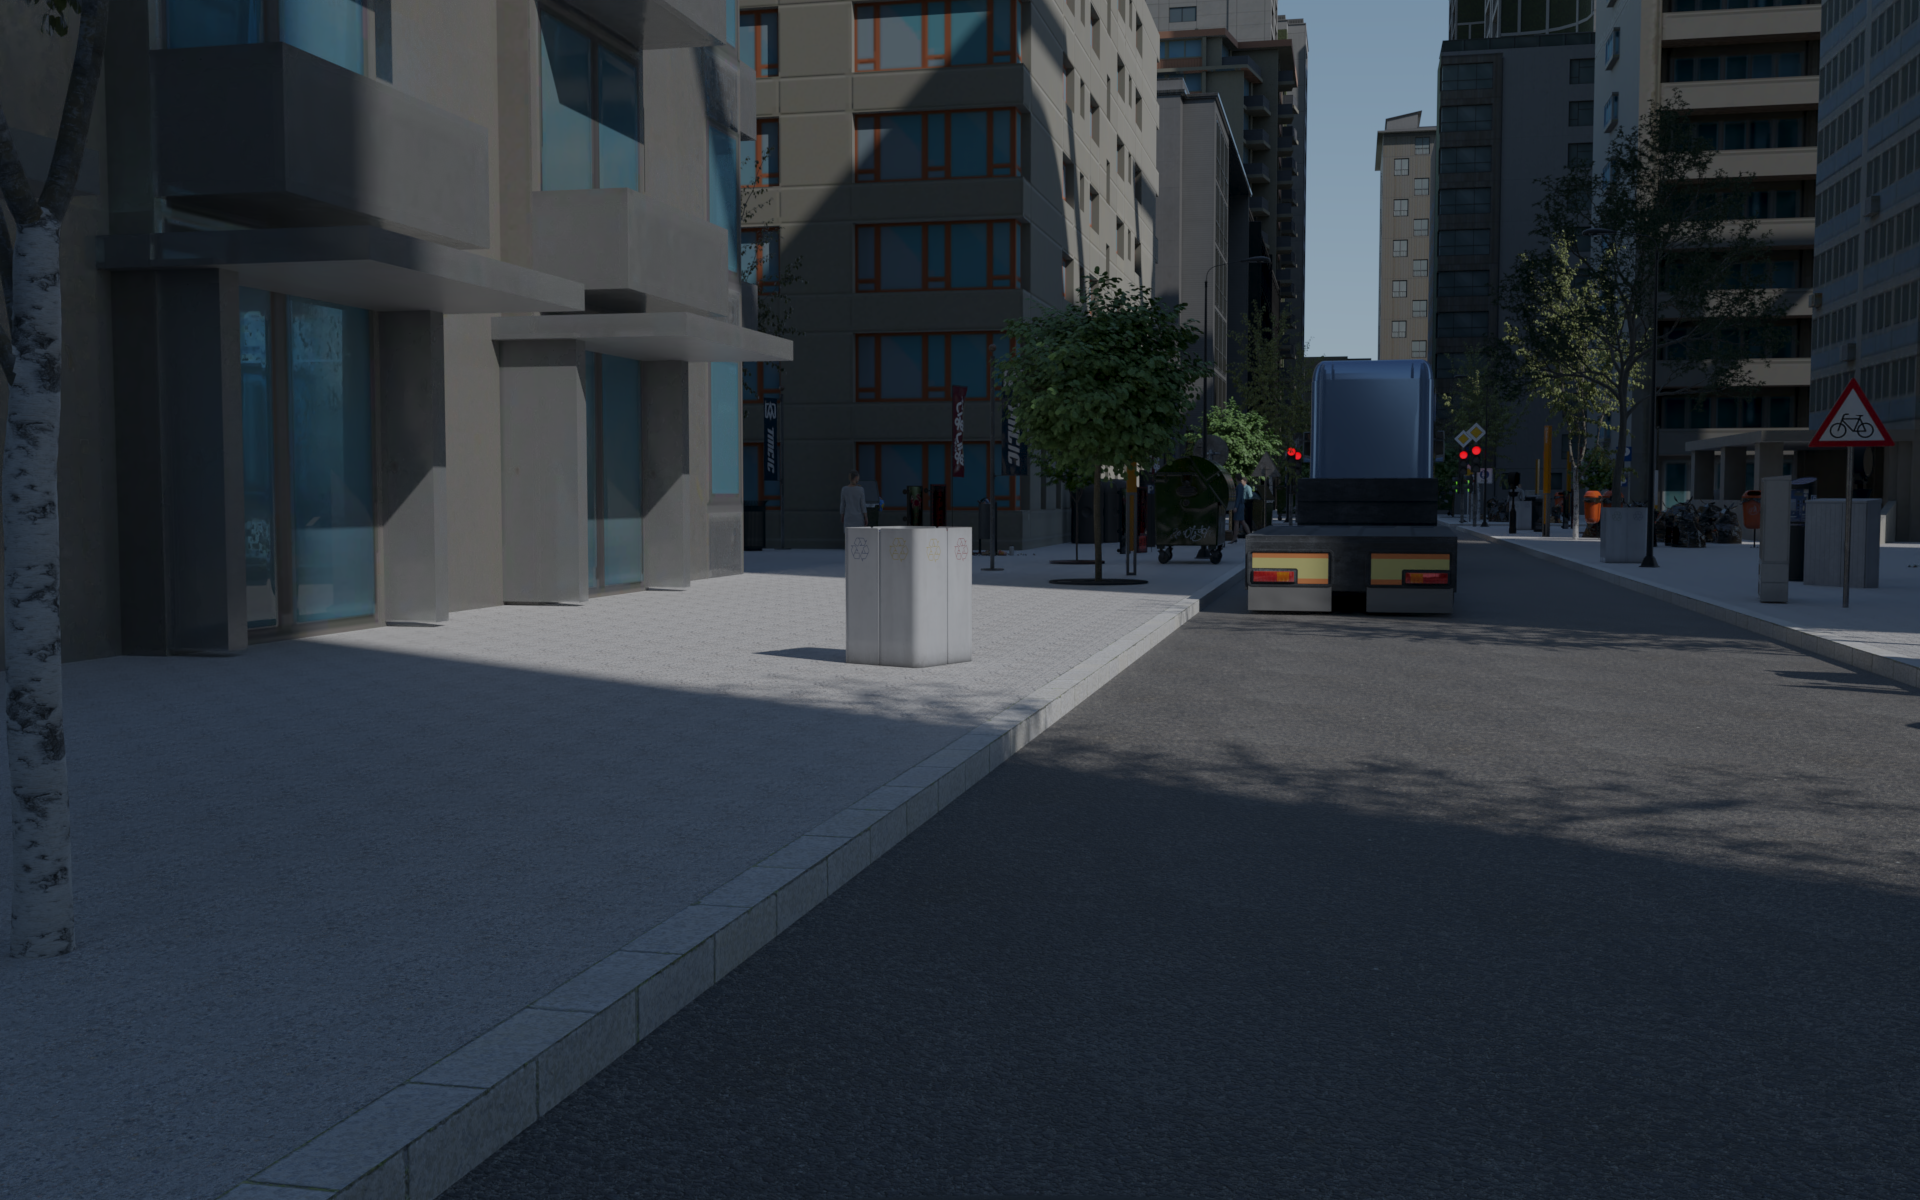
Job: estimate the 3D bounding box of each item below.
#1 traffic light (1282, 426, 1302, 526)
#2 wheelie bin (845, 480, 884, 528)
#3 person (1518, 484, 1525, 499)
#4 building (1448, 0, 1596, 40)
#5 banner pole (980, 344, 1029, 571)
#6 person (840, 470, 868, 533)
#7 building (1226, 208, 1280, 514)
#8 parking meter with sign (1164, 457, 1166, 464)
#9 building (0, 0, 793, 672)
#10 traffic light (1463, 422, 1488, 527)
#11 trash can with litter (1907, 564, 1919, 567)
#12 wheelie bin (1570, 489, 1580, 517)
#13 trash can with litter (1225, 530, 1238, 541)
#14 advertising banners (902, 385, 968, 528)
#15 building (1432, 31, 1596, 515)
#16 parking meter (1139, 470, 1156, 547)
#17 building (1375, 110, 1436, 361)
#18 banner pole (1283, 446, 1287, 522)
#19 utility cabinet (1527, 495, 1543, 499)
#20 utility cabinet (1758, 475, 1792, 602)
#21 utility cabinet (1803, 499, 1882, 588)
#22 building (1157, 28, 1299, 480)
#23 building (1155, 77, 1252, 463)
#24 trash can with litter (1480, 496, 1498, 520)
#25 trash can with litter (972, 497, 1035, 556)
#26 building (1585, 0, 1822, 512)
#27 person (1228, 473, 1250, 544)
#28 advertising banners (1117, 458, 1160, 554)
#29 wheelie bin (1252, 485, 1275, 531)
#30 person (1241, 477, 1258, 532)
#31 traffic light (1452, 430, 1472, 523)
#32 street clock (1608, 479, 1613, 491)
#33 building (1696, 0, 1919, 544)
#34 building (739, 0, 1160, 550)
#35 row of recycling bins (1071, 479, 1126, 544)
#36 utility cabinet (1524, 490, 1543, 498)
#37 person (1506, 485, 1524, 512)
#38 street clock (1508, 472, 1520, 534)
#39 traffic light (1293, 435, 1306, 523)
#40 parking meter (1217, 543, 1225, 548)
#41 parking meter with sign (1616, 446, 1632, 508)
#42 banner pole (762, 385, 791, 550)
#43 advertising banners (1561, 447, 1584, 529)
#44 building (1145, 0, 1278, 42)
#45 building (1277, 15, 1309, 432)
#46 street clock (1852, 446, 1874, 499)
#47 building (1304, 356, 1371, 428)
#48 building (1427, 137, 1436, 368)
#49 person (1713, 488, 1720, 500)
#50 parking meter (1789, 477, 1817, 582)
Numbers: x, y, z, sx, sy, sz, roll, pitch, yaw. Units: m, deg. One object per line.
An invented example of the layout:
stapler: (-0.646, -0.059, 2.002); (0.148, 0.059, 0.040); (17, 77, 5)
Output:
traffic light: (13.316, -4.929, 69.509); (0.839, 4.253, 0.868); (1, 4, 13)
wheelie bin: (-2.239, -1.933, 39.513); (0.980, 1.594, 0.693); (-1, 4, -16)
person: (28.337, -4.963, 87.534); (0.624, 1.780, 0.694); (-3, 5, -41)
building: (62.591, -46.085, 191.748); (20.563, 71.187, 20.611); (1, 4, 13)
banner pole: (0.756, -2.379, 28.917); (0.863, 3.779, 0.401); (1, 4, 23)
person: (-1.937, -1.546, 32.076); (0.466, 1.731, 0.760); (-2, 4, -33)
building: (18.281, -18.665, 134.842); (12.332, 23.373, 15.834); (1, 4, 13)
parking meter with sign: (6.027, -3.068, 46.423); (0.543, 3.016, 1.738); (-2, 4, -34)
building: (-15.626, -24.234, 15.831); (23.786, 49.044, 30.456); (1, 4, 13)
traffic light: (20.207, -4.835, 67.970); (0.839, 4.253, 0.868); (1, 4, 13)
trash can with litter: (17.721, -1.180, 30.356); (2.233, 1.210, 1.678); (0, 4, 6)
wheelie bin: (34.942, -5.563, 98.861); (0.693, 1.594, 0.980); (0, 4, -1)
trash can with litter: (7.086, -2.213, 47.566); (1.055, 1.170, 0.624); (0, 3, 0)
advertising banners: (-0.358, -1.902, 27.292); (0.090, 3.025, 2.074); (2, 4, 28)
building: (37.986, -20.850, 112.603); (14.160, 30.474, 14.107); (1, 4, 13)
parking meter: (4.541, -2.211, 41.867); (0.399, 1.863, 0.255); (-2, 4, -27)
building: (72.465, -40.065, 244.304); (27.495, 52.752, 28.713); (1, 4, 13)
banner pole: (14.916, -5.451, 79.147); (0.401, 3.779, 0.863); (0, 4, 1)
utility cabinet: (31.954, -5.210, 96.343); (0.306, 1.237, 1.020); (-1, 4, -18)
utility cabinet: (9.756, -0.740, 20.779); (0.318, 1.500, 1.173); (2, 4, 23)
utility cabinet: (12.227, -0.787, 24.031); (0.306, 1.237, 1.020); (-1, 4, -22)
building: (21.012, -31.354, 167.266); (22.147, 44.769, 28.867); (1, 4, 13)
building: (8.249, -17.008, 97.154); (14.314, 24.678, 30.058); (1, 4, 13)
trash can with litter: (26.339, -4.594, 86.498); (1.055, 1.170, 0.624); (3, 5, 40)
trash can with litter: (0.409, -1.563, 36.615); (1.678, 1.210, 2.233); (-3, 5, -41)
building: (42.255, -28.114, 83.362); (21.600, 48.544, 21.300); (1, 4, 13)
person: (7.230, -2.357, 44.604); (0.654, 1.822, 0.581); (2, 4, 35)
advertising banners: (3.941, -2.536, 37.658); (0.090, 3.025, 2.074); (2, 4, 33)
wheelie bin: (10.457, -3.197, 60.172); (0.980, 1.594, 0.693); (-3, 5, -42)
person: (9.027, -2.948, 54.258); (0.620, 1.820, 0.660); (-1, 4, -22)
traffic light: (21.971, -5.311, 75.759); (0.839, 4.253, 0.868); (1, 4, 13)
street clock: (22.456, -3.381, 59.843); (0.471, 2.002, 0.358); (-1, 4, -14)
building: (38.626, -21.760, 47.658); (32.217, 40.220, 23.993); (1, 4, 13)
building: (-9.629, -12.864, 55.359); (28.899, 21.520, 27.650); (1, 4, 13)
row of recycling bins: (3.916, -2.386, 46.130); (1.069, 1.692, 3.534); (2, 4, 25)
utility cabinet: (33.958, -5.725, 102.284); (1.173, 1.500, 0.318); (0, 4, -2)
person: (24.436, -4.285, 76.224); (0.709, 1.813, 0.853); (1, 4, 9)
street clock: (17.909, -3.150, 56.069); (0.358, 2.002, 0.471); (3, 4, 37)
traffic light: (15.080, -5.405, 77.298); (0.839, 4.253, 0.868); (1, 4, 13)
parking meter: (6.174, -2.025, 41.524); (0.372, 1.533, 0.369); (0, 3, 0)
parking meter with sign: (23.991, -4.066, 62.745); (0.543, 3.016, 1.738); (1, 4, 23)
banner pole: (-4.239, -3.045, 39.810); (0.401, 3.779, 0.863); (3, 4, 36)
advertising banners: (22.737, -4.155, 64.120); (0.090, 3.025, 2.074); (3, 5, 41)
building: (26.534, -46.048, 191.134); (20.563, 71.187, 20.611); (1, 4, 13)
building: (28.463, -41.157, 214.908); (28.212, 58.520, 21.231); (1, 4, 13)
street clock: (13.477, -1.308, 25.955); (0.358, 2.002, 0.471); (3, 5, 45)
building: (44.431, -24.779, 250.183); (28.899, 21.520, 27.650); (1, 4, 13)
building: (64.216, -34.255, 210.174); (14.600, 45.320, 14.200); (1, 4, 13)
person: (30.922, -3.809, 70.591); (0.447, 1.846, 0.655); (-3, 4, -37)
parking meter: (12.372, -1.043, 25.458); (0.372, 1.533, 0.369); (0, 3, 0)
